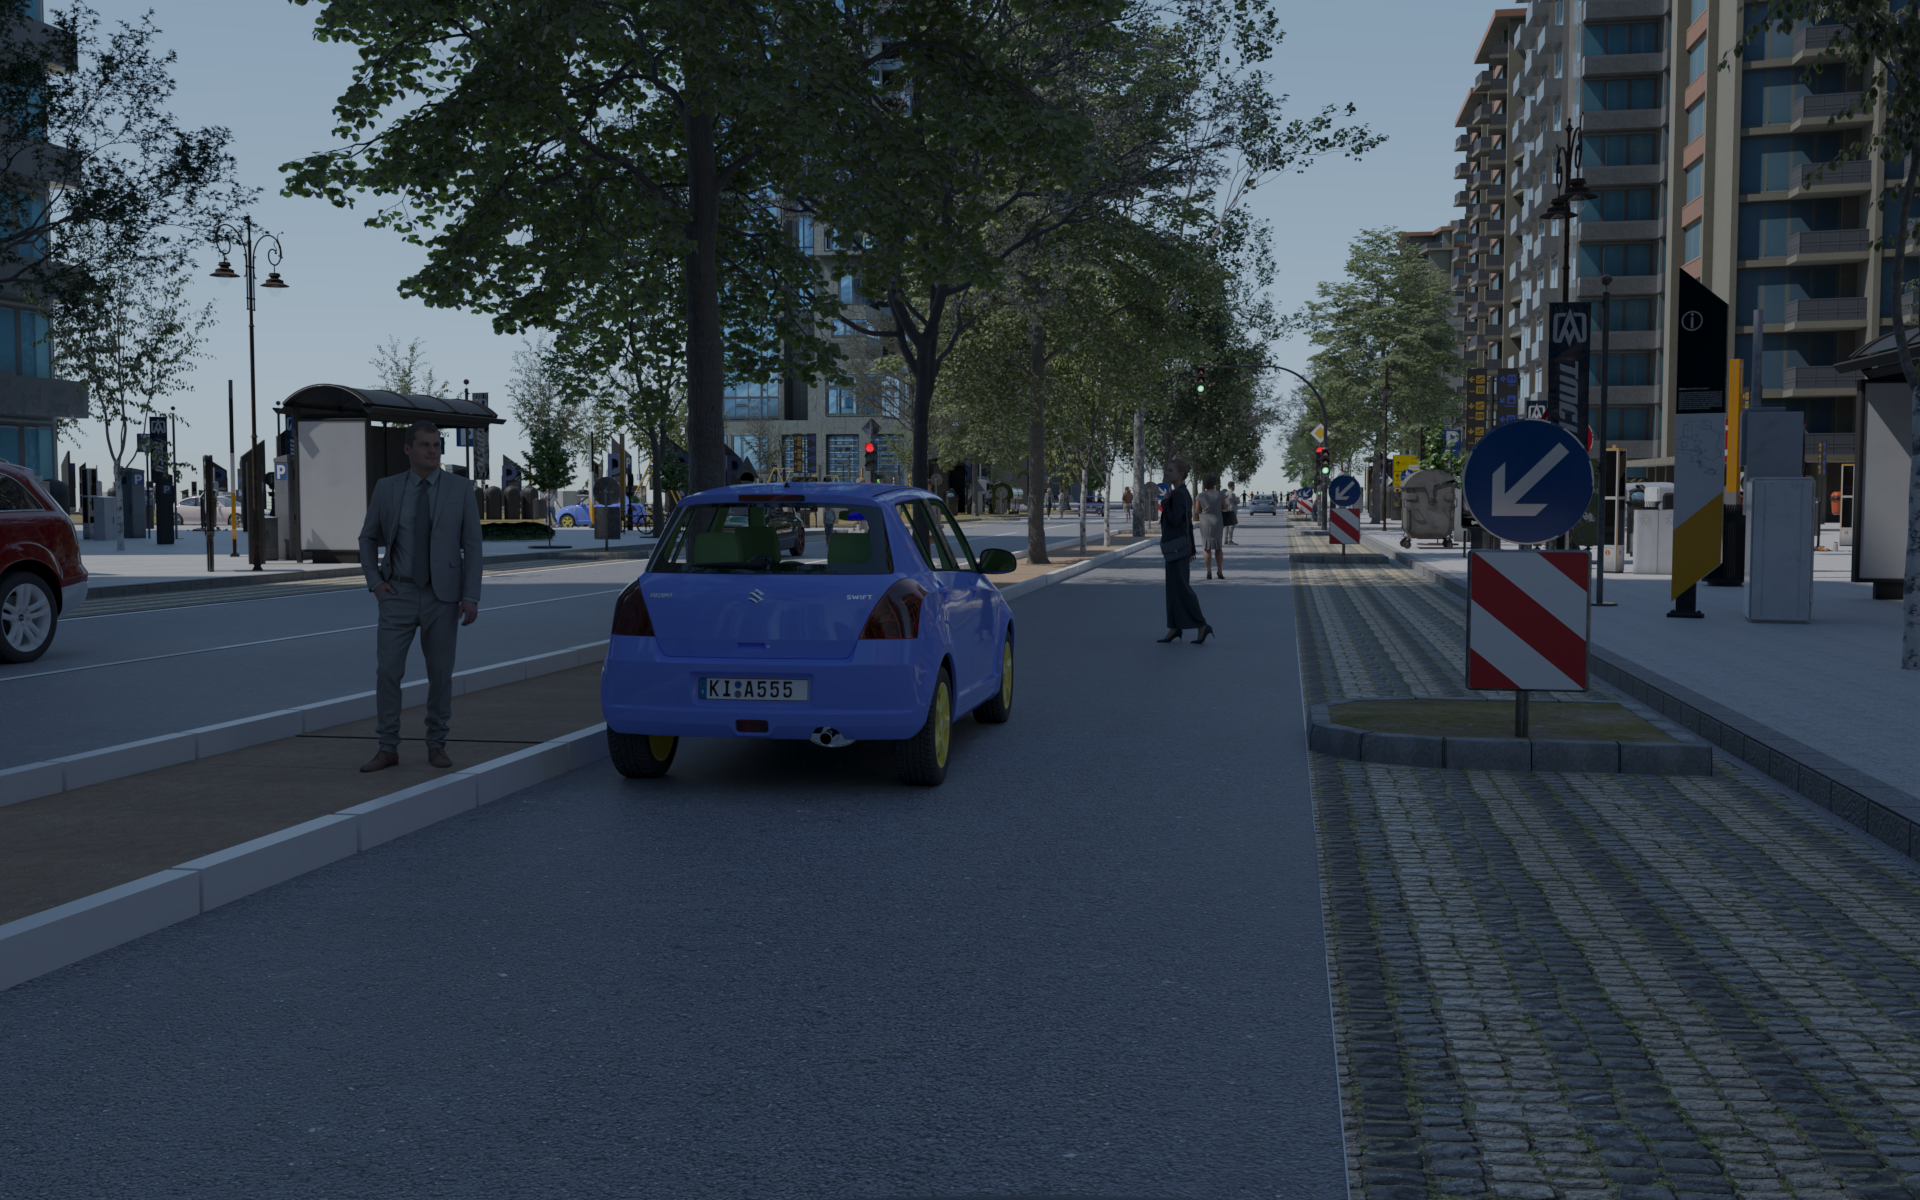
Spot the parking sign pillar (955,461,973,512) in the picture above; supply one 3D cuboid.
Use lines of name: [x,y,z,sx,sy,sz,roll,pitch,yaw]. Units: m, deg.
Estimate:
parking sign pillar: [0.262,-8.166,121.994,1.447,3.967,1.447,-2,4,-29]

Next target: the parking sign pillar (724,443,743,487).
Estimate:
parking sign pillar: [-11.484,-6.054,87.451,1.447,3.967,1.447,3,5,41]

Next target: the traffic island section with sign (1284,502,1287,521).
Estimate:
traffic island section with sign: [18.119,-5.043,91.081,1.989,1.847,2.006,1,4,11]

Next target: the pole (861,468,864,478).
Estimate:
pole: [-7.722,-8.745,136.816,0.158,3.312,0.155,0,3,0]

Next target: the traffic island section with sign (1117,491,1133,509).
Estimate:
traffic island section with sign: [16.399,-9.842,169.543,1.989,1.847,2.006,1,4,11]

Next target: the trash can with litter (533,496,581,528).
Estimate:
trash can with litter: [-15.556,-3.344,65.731,2.233,1.210,1.678,-1,4,-9]

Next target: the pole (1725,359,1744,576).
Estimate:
pole: [11.754,-1.986,26.308,0.158,3.312,0.155,0,3,0]

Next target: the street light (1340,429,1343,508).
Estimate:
street light: [22.782,-7.974,103.167,0.468,5.910,1.993,1,4,11]

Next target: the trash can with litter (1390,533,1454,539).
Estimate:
trash can with litter: [13.616,-2.359,49.620,2.233,1.210,1.678,3,5,41]

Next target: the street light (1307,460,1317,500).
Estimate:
street light: [44.139,-14.943,217.109,0.468,5.910,1.993,1,4,11]

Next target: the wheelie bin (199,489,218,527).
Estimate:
wheelie bin: [-29.148,-3.627,67.205,0.693,1.594,0.980,-2,4,-26]

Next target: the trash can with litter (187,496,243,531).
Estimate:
trash can with litter: [-26.064,-3.016,60.374,1.678,1.210,2.233,0,4,-2]

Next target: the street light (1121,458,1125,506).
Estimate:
street light: [17.501,-13.032,185.856,0.468,5.910,1.993,1,4,11]

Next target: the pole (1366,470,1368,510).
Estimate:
pole: [32.728,-8.878,138.998,0.158,3.312,0.155,0,3,0]

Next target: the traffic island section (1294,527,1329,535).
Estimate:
traffic island section: [12.835,-2.366,60.963,2.009,0.180,2.903,1,4,11]

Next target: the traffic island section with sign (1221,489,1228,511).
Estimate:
traffic island section with sign: [21.905,-8.278,143.484,2.006,1.907,1.989,1,4,11]

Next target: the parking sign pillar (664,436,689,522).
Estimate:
parking sign pillar: [-12.894,-5.569,79.532,1.447,3.967,1.447,-3,5,-39]

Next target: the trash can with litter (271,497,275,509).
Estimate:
trash can with litter: [-26.808,-3.379,66.299,2.233,1.210,1.678,-3,5,-40]

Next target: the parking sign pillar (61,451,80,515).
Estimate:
parking sign pillar: [-55.667,-7.319,108.143,1.447,3.967,1.447,-3,5,-45]

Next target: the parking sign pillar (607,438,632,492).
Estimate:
parking sign pillar: [-16.309,-5.783,83.027,1.447,3.967,1.447,3,4,37]

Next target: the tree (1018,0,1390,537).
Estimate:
tree: [7.024,-12.110,56.351,12.611,20.169,13.585,0,3,0]

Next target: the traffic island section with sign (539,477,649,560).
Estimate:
traffic island section with sign: [-8.031,-1.825,38.469,1.989,1.847,2.006,1,4,11]

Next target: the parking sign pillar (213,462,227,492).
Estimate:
parking sign pillar: [-56.616,-8.793,132.244,1.447,3.967,1.447,-2,4,-29]

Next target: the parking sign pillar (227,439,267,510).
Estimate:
parking sign pillar: [-34.807,-5.911,85.113,1.447,3.967,1.447,2,4,34]

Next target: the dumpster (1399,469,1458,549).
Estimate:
dumpster: [11.078,-2.154,40.980,1.264,1.857,1.865,1,4,11]

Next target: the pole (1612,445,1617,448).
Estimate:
pole: [26.987,-4.749,71.485,0.158,3.312,0.155,0,3,0]

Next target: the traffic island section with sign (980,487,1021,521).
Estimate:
traffic island section with sign: [2.222,-5.187,93.443,1.989,1.847,2.006,1,4,11]

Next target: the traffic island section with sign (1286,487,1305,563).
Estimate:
traffic island section with sign: [7.930,-1.695,36.342,1.989,1.847,2.006,1,4,11]

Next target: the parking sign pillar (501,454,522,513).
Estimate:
parking sign pillar: [-30.247,-7.851,116.839,1.447,3.967,1.447,1,4,11]

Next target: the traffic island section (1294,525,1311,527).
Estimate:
traffic island section: [14.298,-2.846,68.813,2.009,0.180,2.903,1,4,11]

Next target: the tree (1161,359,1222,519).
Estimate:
tree: [10.641,-7.911,82.168,4.360,8.622,3.978,0,3,0]

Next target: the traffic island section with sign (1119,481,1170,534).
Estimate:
traffic island section with sign: [6.785,-3.315,62.330,2.006,1.907,1.989,1,4,11]

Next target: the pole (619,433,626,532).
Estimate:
pole: [-11.342,-3.938,58.228,0.158,3.312,0.155,0,3,0]

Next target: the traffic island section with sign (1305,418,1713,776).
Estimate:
traffic island section with sign: [3.002,-0.074,9.840,1.989,1.847,2.006,1,4,11]

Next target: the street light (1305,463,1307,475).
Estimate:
street light: [52.032,-17.577,260.165,0.468,5.910,1.993,1,4,11]

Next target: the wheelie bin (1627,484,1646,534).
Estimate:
wheelie bin: [21.874,-2.927,55.764,0.693,1.594,0.980,0,4,1]

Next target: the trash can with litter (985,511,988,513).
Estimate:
trash can with litter: [2.082,-6.531,117.836,1.678,1.210,2.233,-1,4,-15]

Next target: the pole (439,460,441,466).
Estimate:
pole: [-28.460,-6.172,94.755,0.158,3.312,0.155,0,3,0]

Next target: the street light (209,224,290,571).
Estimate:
street light: [-11.773,-3.429,28.850,0.468,5.910,1.993,1,4,11]

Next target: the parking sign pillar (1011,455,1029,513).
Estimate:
parking sign pillar: [4.251,-8.051,120.101,1.447,3.967,1.447,3,4,37]

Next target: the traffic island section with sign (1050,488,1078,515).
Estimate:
traffic island section with sign: [7.234,-6.835,120.384,1.989,1.847,2.006,1,4,11]

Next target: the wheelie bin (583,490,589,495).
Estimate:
wheelie bin: [-31.167,-8.393,145.134,0.980,1.594,0.693,-2,4,-23]

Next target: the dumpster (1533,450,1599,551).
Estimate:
dumpster: [11.409,-1.829,32.402,1.502,2.255,1.985,1,4,10]

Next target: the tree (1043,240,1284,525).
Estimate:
tree: [9.040,-9.522,75.147,9.611,12.733,9.660,0,3,0]

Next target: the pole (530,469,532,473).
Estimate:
pole: [-25.958,-6.778,104.664,0.158,3.312,0.155,0,3,0]

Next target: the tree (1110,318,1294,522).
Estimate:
tree: [12.192,-9.883,89.798,9.928,11.665,9.643,0,3,0]

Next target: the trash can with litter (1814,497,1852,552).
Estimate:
trash can with litter: [19.314,-1.731,39.359,1.678,1.210,2.233,0,4,0]

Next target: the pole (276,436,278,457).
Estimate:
pole: [-23.896,-4.095,60.790,0.158,3.312,0.155,0,3,0]

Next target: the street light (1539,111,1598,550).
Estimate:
street light: [7.486,-2.976,21.450,0.468,5.910,1.993,1,4,11]

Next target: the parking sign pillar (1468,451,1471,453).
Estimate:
parking sign pillar: [31.339,-7.157,105.491,1.447,3.967,1.447,3,4,37]

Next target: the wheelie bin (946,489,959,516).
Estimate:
wheelie bin: [-0.467,-5.687,100.890,0.693,1.594,0.980,-1,4,-11]

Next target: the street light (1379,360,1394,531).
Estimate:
street light: [14.692,-5.319,59.761,0.468,5.910,1.993,1,4,11]
